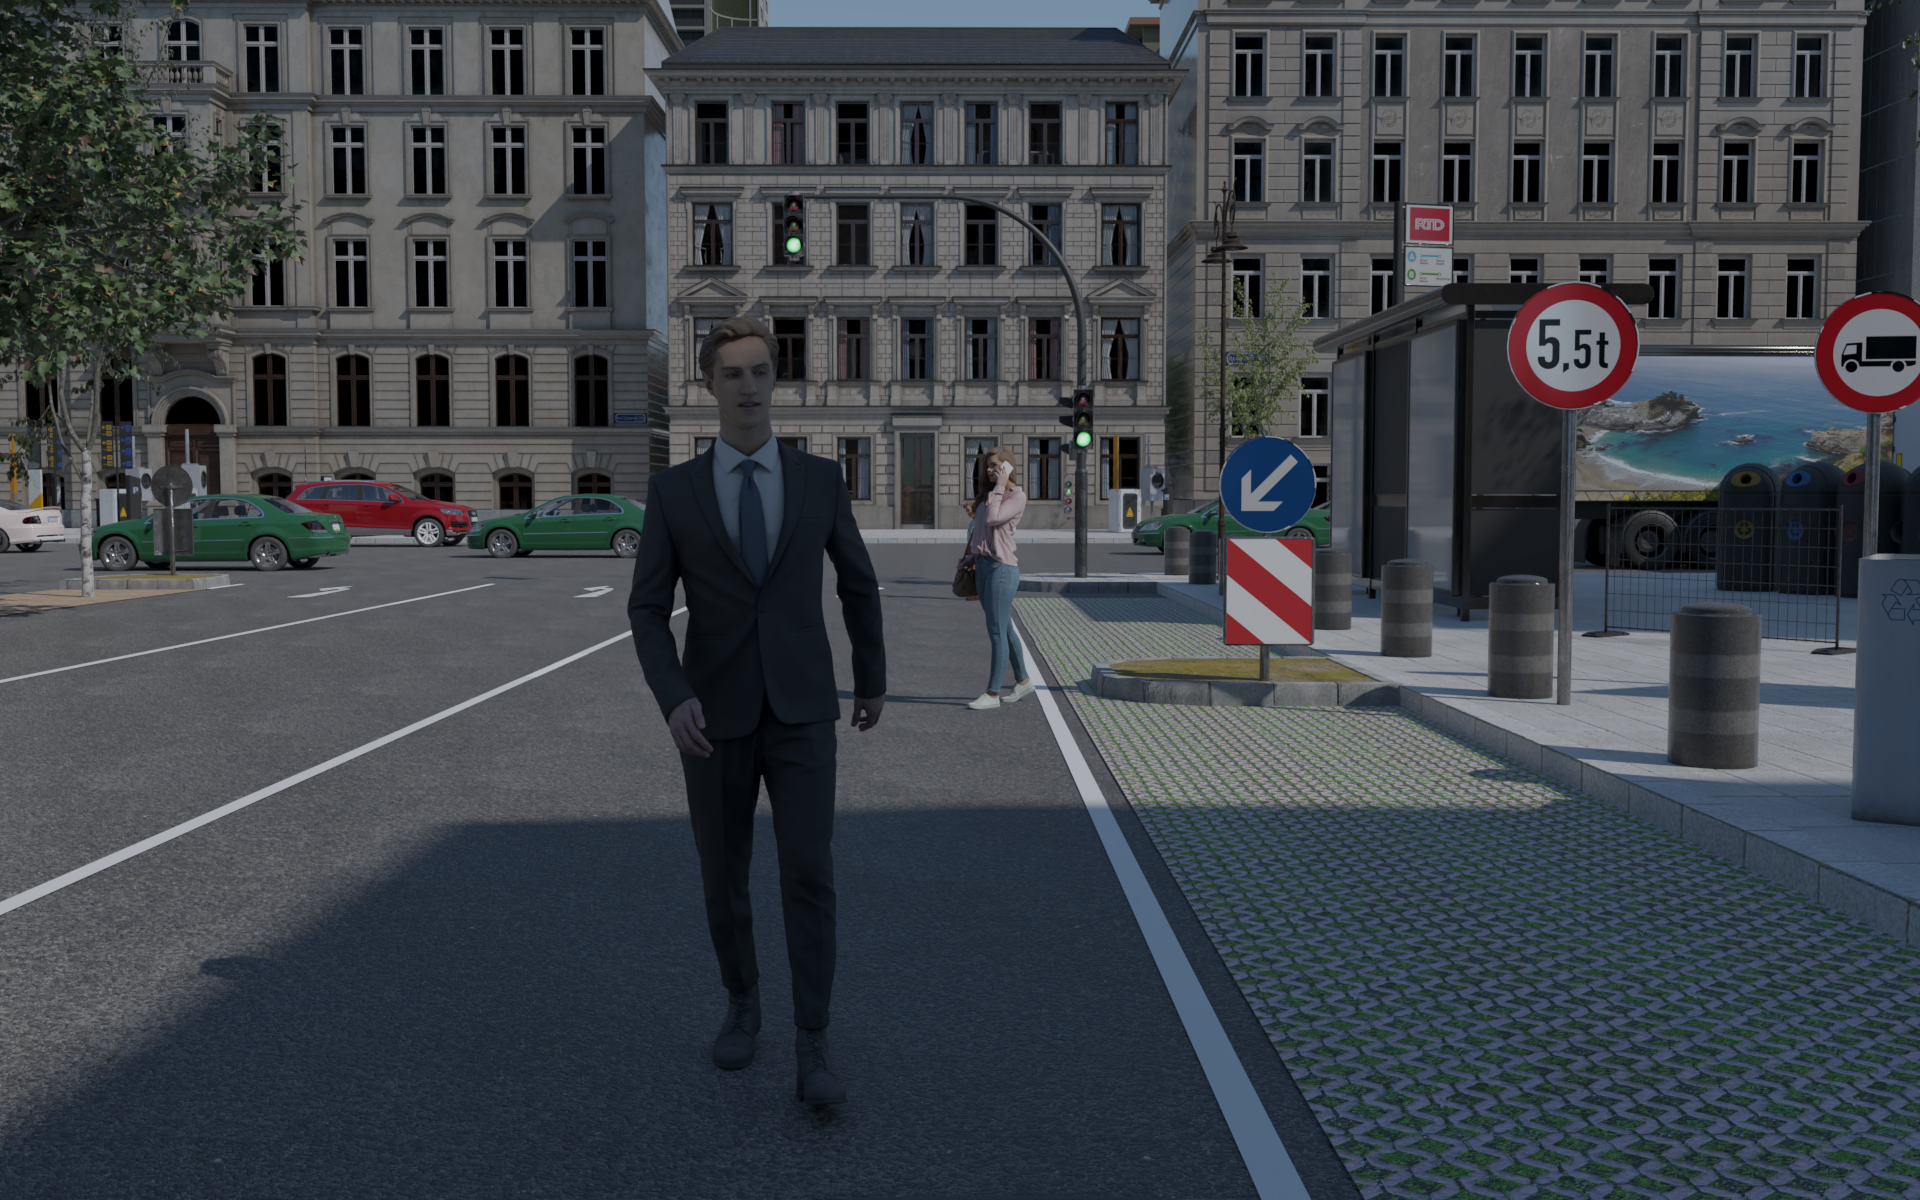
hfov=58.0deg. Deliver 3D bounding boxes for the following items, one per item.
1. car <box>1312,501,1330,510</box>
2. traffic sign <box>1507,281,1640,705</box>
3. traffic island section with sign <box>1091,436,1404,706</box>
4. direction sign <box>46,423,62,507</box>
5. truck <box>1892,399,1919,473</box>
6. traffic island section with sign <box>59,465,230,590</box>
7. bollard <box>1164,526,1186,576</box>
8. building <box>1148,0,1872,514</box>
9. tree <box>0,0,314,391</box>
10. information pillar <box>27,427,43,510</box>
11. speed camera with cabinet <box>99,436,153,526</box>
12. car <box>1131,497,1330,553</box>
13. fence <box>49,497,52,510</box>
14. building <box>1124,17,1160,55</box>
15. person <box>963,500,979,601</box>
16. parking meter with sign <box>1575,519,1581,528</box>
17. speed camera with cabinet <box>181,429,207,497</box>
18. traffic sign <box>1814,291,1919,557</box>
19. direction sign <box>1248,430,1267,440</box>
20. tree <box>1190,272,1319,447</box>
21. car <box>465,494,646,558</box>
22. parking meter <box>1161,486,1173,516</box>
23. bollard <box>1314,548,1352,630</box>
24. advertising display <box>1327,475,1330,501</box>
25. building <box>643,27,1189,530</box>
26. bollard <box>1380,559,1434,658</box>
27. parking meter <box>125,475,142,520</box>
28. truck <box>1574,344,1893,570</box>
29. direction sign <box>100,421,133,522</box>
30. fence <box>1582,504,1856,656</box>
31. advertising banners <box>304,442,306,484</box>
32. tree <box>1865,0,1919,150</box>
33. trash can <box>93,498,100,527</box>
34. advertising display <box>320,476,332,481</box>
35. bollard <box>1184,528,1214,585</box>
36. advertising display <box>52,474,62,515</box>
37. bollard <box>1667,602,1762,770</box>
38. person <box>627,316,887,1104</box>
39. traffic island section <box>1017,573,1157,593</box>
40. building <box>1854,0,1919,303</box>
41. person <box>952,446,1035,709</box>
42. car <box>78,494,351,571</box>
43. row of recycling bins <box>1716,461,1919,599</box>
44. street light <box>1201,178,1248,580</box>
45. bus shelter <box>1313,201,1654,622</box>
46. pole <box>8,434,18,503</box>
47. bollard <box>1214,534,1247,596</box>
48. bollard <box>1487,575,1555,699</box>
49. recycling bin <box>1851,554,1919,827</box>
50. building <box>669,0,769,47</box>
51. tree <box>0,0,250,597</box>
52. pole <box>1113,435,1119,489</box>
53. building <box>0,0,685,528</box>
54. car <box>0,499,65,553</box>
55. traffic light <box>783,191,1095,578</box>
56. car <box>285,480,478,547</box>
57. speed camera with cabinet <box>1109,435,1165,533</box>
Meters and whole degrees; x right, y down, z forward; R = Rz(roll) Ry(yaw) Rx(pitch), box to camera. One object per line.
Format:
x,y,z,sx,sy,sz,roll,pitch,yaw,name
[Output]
10.492,-2.109,46.274,4.920,1.459,2.131,0,3,0,car
3.679,-0.634,10.477,0.768,2.556,0.104,0,4,7,traffic sign
1.984,-0.241,12.567,1.989,1.847,2.006,0,4,0,traffic island section with sign
-29.183,-3.907,55.878,0.379,3.537,0.876,0,4,-2,direction sign
22.314,-2.514,30.014,11.283,4.237,2.839,0,4,-2,truck
-12.411,-1.135,26.696,2.006,1.907,1.989,0,4,0,traffic island section with sign
3.437,-0.778,27.441,0.404,0.777,0.398,0,3,0,bollard
20.603,-16.586,68.437,25.104,27.353,12.463,0,4,0,building
-11.883,-5.949,16.737,9.611,12.733,9.660,0,3,0,tree
-31.465,-4.131,58.899,0.504,3.616,0.183,1,4,11,information pillar
-28.128,-3.919,58.418,0.660,3.252,2.038,1,4,10,speed camera with cabinet
6.534,-1.802,41.256,4.920,1.459,2.131,0,4,-2,car
-48.043,-4.816,89.939,2.264,1.192,0.480,-2,4,-31,fence
25.446,-30.885,159.589,22.147,44.769,28.867,0,4,0,building
0.176,-0.676,23.468,0.340,1.345,0.435,-1,4,-23,person
21.208,-3.772,57.927,1.738,3.016,0.543,-1,4,-9,parking meter with sign
-23.244,-3.536,52.157,0.660,3.252,2.038,-1,4,-9,speed camera with cabinet
5.782,-0.665,10.983,0.768,2.556,0.104,1,4,8,traffic sign
10.595,-4.267,61.760,0.876,3.537,0.379,-2,4,-31,direction sign
9.784,-6.513,56.857,4.737,8.622,4.395,0,3,0,tree
-8.766,-1.691,39.439,4.920,1.459,2.131,0,4,0,car
6.658,-2.898,55.788,0.372,1.533,0.369,0,3,0,parking meter
3.523,-0.107,16.474,0.404,0.777,0.398,0,3,0,bollard
12.399,-3.234,58.084,0.123,1.923,0.974,1,4,9,advertising display
-1.579,-12.363,66.755,19.286,19.102,10.561,0,4,0,building
3.544,0.060,13.734,0.404,0.777,0.398,0,3,0,bollard
-25.533,-2.926,53.548,0.255,1.863,0.399,2,4,34,parking meter
16.278,-2.746,33.811,11.283,4.237,2.839,0,4,-2,truck
-26.265,-3.792,53.998,0.876,3.537,0.379,-1,4,-20,direction sign
6.450,-0.218,14.767,0.480,1.192,2.264,-3,4,-36,fence
-22.319,-3.852,59.167,0.090,3.025,2.074,-1,4,-18,advertising banners
10.586,-4.027,16.198,4.360,8.622,3.978,0,3,0,tree
-29.245,-2.915,59.318,0.748,1.137,0.748,0,3,0,trash can
-22.746,-3.487,62.231,0.123,1.923,0.974,0,4,-3,advertising display
3.460,-0.610,24.691,0.404,0.777,0.398,0,3,0,bollard
-29.838,-3.181,57.229,0.123,1.923,0.974,-1,4,-19,advertising display
3.584,0.397,8.234,0.404,0.777,0.398,0,3,0,bollard
-0.467,0.251,4.179,0.659,1.850,0.755,-1,4,-10,person
1.867,-0.262,26.562,2.009,0.180,2.903,0,4,0,traffic island section
44.137,-15.300,68.171,19.932,24.808,12.078,0,4,0,building
0.290,-0.160,11.707,0.643,1.750,0.593,-2,4,-27,person
-14.177,-1.293,32.940,4.920,1.459,2.131,0,4,0,car
11.127,-0.903,21.872,1.069,1.692,3.534,-2,4,-25,row of recycling bins
3.906,-3.238,25.729,0.468,5.910,1.993,0,4,0,street light
5.798,-2.685,21.529,2.179,5.291,8.768,0,4,-1,bus shelter
-32.161,-3.976,58.851,0.158,3.312,0.155,0,3,0,pole
3.484,-0.443,21.952,0.404,0.777,0.398,0,3,0,bollard
3.562,0.228,10.995,0.404,0.777,0.398,0,3,0,bollard
3.996,0.347,6.882,0.722,1.027,0.722,2,4,33,recycling bin
-36.490,-48.422,229.955,20.611,71.187,20.563,0,4,0,building
-12.079,-4.349,23.932,4.360,8.622,3.978,0,3,0,tree
5.432,-4.069,60.365,0.158,3.312,0.155,0,3,0,pole
-28.605,-15.314,69.466,34.723,24.649,14.460,0,4,0,building
-24.619,-1.843,42.499,4.827,1.381,2.083,0,4,-2,car
-0.265,-3.157,26.291,4.771,5.953,1.251,0,4,0,traffic light
-15.893,-2.372,47.462,5.304,1.827,2.281,0,4,1,car
5.917,-3.884,57.832,2.038,3.252,0.660,-3,4,-36,speed camera with cabinet
